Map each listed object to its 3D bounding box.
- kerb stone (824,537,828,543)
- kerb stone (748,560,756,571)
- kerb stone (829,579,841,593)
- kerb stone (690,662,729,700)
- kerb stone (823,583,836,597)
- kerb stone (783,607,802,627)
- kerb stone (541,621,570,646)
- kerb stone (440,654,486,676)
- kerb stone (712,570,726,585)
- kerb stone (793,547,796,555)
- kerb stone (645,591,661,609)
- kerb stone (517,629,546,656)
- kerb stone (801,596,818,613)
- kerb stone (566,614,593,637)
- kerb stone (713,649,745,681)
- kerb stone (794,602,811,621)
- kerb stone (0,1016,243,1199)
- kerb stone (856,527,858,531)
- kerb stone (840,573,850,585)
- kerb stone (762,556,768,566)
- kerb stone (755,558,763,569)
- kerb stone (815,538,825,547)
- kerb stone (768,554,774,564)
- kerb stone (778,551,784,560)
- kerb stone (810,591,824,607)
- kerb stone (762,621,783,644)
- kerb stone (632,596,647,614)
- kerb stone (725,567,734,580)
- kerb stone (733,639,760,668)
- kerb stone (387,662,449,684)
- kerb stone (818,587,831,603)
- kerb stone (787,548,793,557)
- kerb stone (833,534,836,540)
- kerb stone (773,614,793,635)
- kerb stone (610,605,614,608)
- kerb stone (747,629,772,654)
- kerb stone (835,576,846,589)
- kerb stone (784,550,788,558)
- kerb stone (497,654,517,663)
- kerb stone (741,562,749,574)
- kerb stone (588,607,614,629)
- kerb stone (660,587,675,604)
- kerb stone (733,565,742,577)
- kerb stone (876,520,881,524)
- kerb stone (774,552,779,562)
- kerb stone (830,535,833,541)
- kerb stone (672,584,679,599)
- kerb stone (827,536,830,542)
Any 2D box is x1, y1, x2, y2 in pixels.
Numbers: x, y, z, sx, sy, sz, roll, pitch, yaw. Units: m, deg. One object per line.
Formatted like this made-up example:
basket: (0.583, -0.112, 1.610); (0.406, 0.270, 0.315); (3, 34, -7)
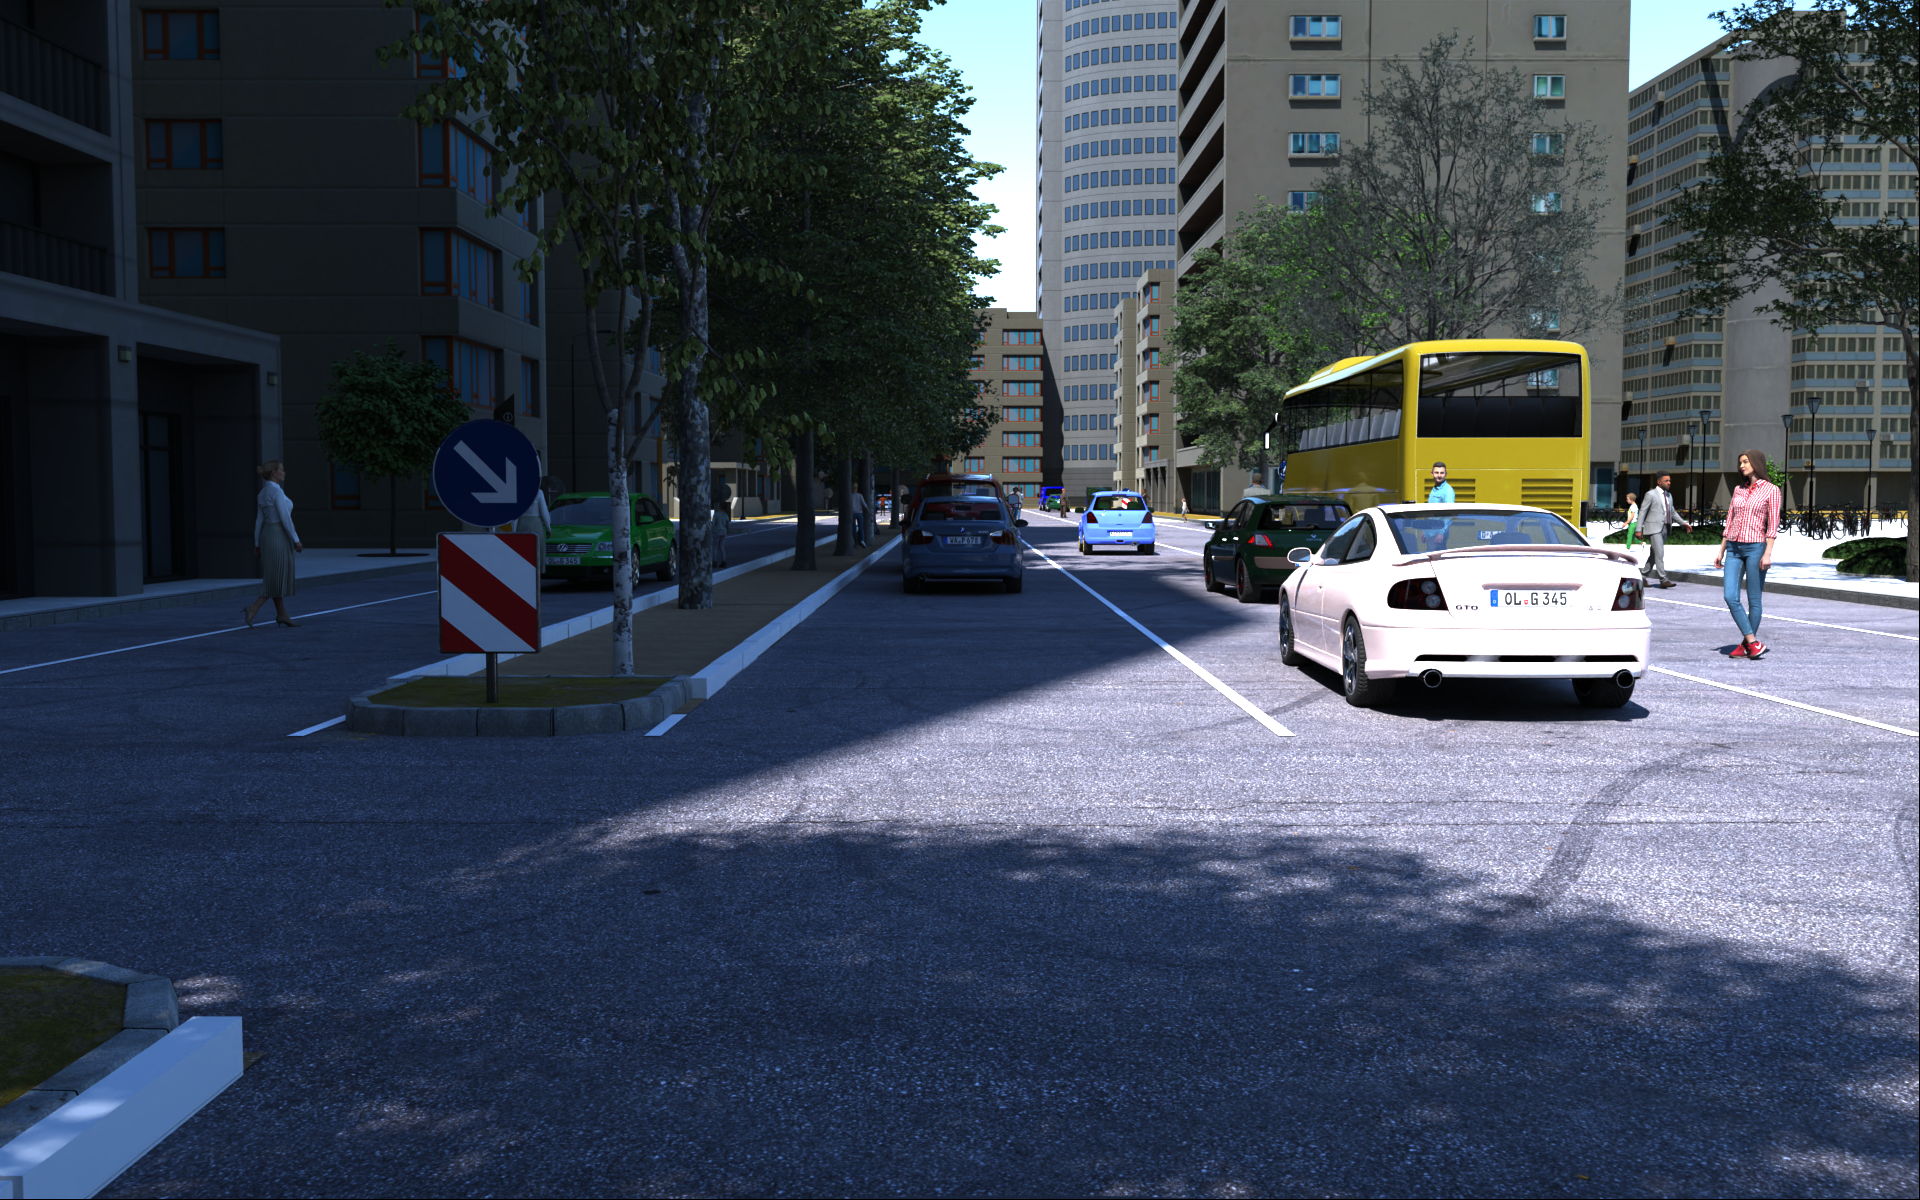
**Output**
kerb stone: (-3.943, -1.669, 49.491); (0.120, 0.150, 1.000); (0, 3, 0)
kerb stone: (-3.937, -0.599, 32.047); (0.120, 0.150, 1.000); (0, 3, 0)
kerb stone: (-1.837, -0.163, 24.864); (0.120, 0.150, 1.000); (0, 3, 0)
kerb stone: (-1.824, 0.589, 12.562); (0.120, 0.150, 1.000); (0, 3, 0)
kerb stone: (-1.839, -0.098, 23.828); (0.120, 0.150, 1.000); (0, 3, 0)
kerb stone: (-1.837, 0.213, 18.707); (0.120, 0.150, 1.000); (0, 3, 0)
kerb stone: (-3.942, 0.339, 16.646); (0.120, 0.150, 1.000); (0, 3, 0)
kerb stone: (-3.927, 0.529, 13.574); (0.120, 0.150, 1.000); (0, 3, 0)
kerb stone: (-3.939, -0.351, 27.936); (0.120, 0.150, 1.000); (0, 3, 0)
kerb stone: (-3.939, -1.104, 40.252); (0.120, 0.150, 1.000); (0, 3, 0)
kerb stone: (-3.936, 0.028, 21.774); (0.120, 0.150, 1.000); (0, 3, 0)
kerb stone: (-3.937, 0.403, 15.621); (0.120, 0.150, 1.000); (0, 3, 0)
kerb stone: (-1.833, 0.088, 20.756); (0.120, 0.150, 1.000); (0, 3, 0)
kerb stone: (-3.935, 0.277, 17.669); (0.120, 0.150, 1.000); (0, 3, 0)
kerb stone: (-1.830, 0.526, 13.592); (0.120, 0.150, 1.000); (0, 3, 0)
kerb stone: (-1.832, 0.153, 19.733); (0.120, 0.150, 1.000); (0, 3, 0)
kerb stone: (-1.828, 1.131, 3.770); (0.120, 0.150, 1.000); (0, 3, 0)
kerb stone: (-3.960, -2.857, 68.934); (0.120, 0.150, 1.000); (0, 3, 0)
kerb stone: (-1.839, -0.287, 26.908); (0.120, 0.150, 1.000); (0, 3, 0)
kerb stone: (-3.942, -0.728, 34.091); (0.120, 0.150, 1.000); (0, 3, 0)
kerb stone: (-3.936, -0.665, 33.069); (0.120, 0.150, 1.000); (0, 3, 0)
kerb stone: (-3.940, -1.603, 48.469); (0.120, 0.150, 1.000); (0, 3, 0)
kerb stone: (-3.939, -0.790, 35.114); (0.120, 0.150, 1.000); (0, 3, 0)
kerb stone: (-3.939, -0.916, 37.168); (0.120, 0.150, 1.000); (0, 3, 0)
kerb stone: (-1.840, 0.026, 21.778); (0.120, 0.150, 1.000); (0, 3, 0)
kerb stone: (-1.837, 0.343, 16.663); (0.120, 0.150, 1.000); (0, 3, 0)
kerb stone: (-3.935, 0.093, 20.752); (0.120, 0.150, 1.000); (0, 3, 0)
kerb stone: (-3.942, -0.411, 28.962); (0.120, 0.150, 1.000); (0, 3, 0)
kerb stone: (-1.828, 0.468, 14.616); (0.120, 0.150, 1.000); (0, 3, 0)
kerb stone: (-3.930, 0.590, 12.552); (0.120, 0.150, 1.000); (0, 3, 0)
kerb stone: (-1.836, -0.035, 22.806); (0.120, 0.150, 1.000); (0, 3, 0)
kerb stone: (-3.939, -1.042, 39.229); (0.120, 0.150, 1.000); (0, 3, 0)
kerb stone: (-3.949, -1.858, 52.569); (0.120, 0.150, 1.000); (0, 3, 0)
kerb stone: (-1.837, 0.277, 17.685); (0.120, 0.150, 1.000); (0, 3, 0)
kerb stone: (-3.943, 0.154, 19.729); (0.120, 0.150, 1.000); (0, 3, 0)
kerb stone: (-1.833, 0.401, 15.640); (0.120, 0.150, 1.000); (0, 3, 0)
kerb stone: (-1.839, -0.226, 25.886); (0.120, 0.150, 1.000); (0, 3, 0)
kerb stone: (-3.949, -0.978, 38.194); (0.120, 0.150, 1.000); (0, 3, 0)
kerb stone: (-3.941, 0.465, 14.599); (0.120, 0.150, 1.000); (0, 3, 0)
kerb stone: (-3.938, -0.539, 31.023); (0.120, 0.150, 1.000); (0, 3, 0)
kerb stone: (-3.930, 0.214, 18.702); (0.120, 0.150, 1.000); (0, 3, 0)
kerb stone: (-3.931, -0.032, 22.797); (0.120, 0.150, 1.000); (0, 3, 0)
kerb stone: (-3.939, -0.477, 29.994); (0.120, 0.150, 1.000); (0, 3, 0)
kerb stone: (-3.959, -3.859, 85.335); (0.120, 0.150, 1.000); (0, 3, 0)
kerb stone: (-3.935, -0.848, 36.146); (0.120, 0.150, 1.000); (0, 3, 0)
kerb stone: (-3.953, -1.795, 51.547); (0.120, 0.150, 1.000); (0, 3, 0)
kerb stone: (-3.933, -0.099, 23.818); (0.120, 0.150, 1.000); (0, 3, 0)
kerb stone: (-3.951, -1.732, 50.513); (0.120, 0.150, 1.000); (0, 3, 0)
